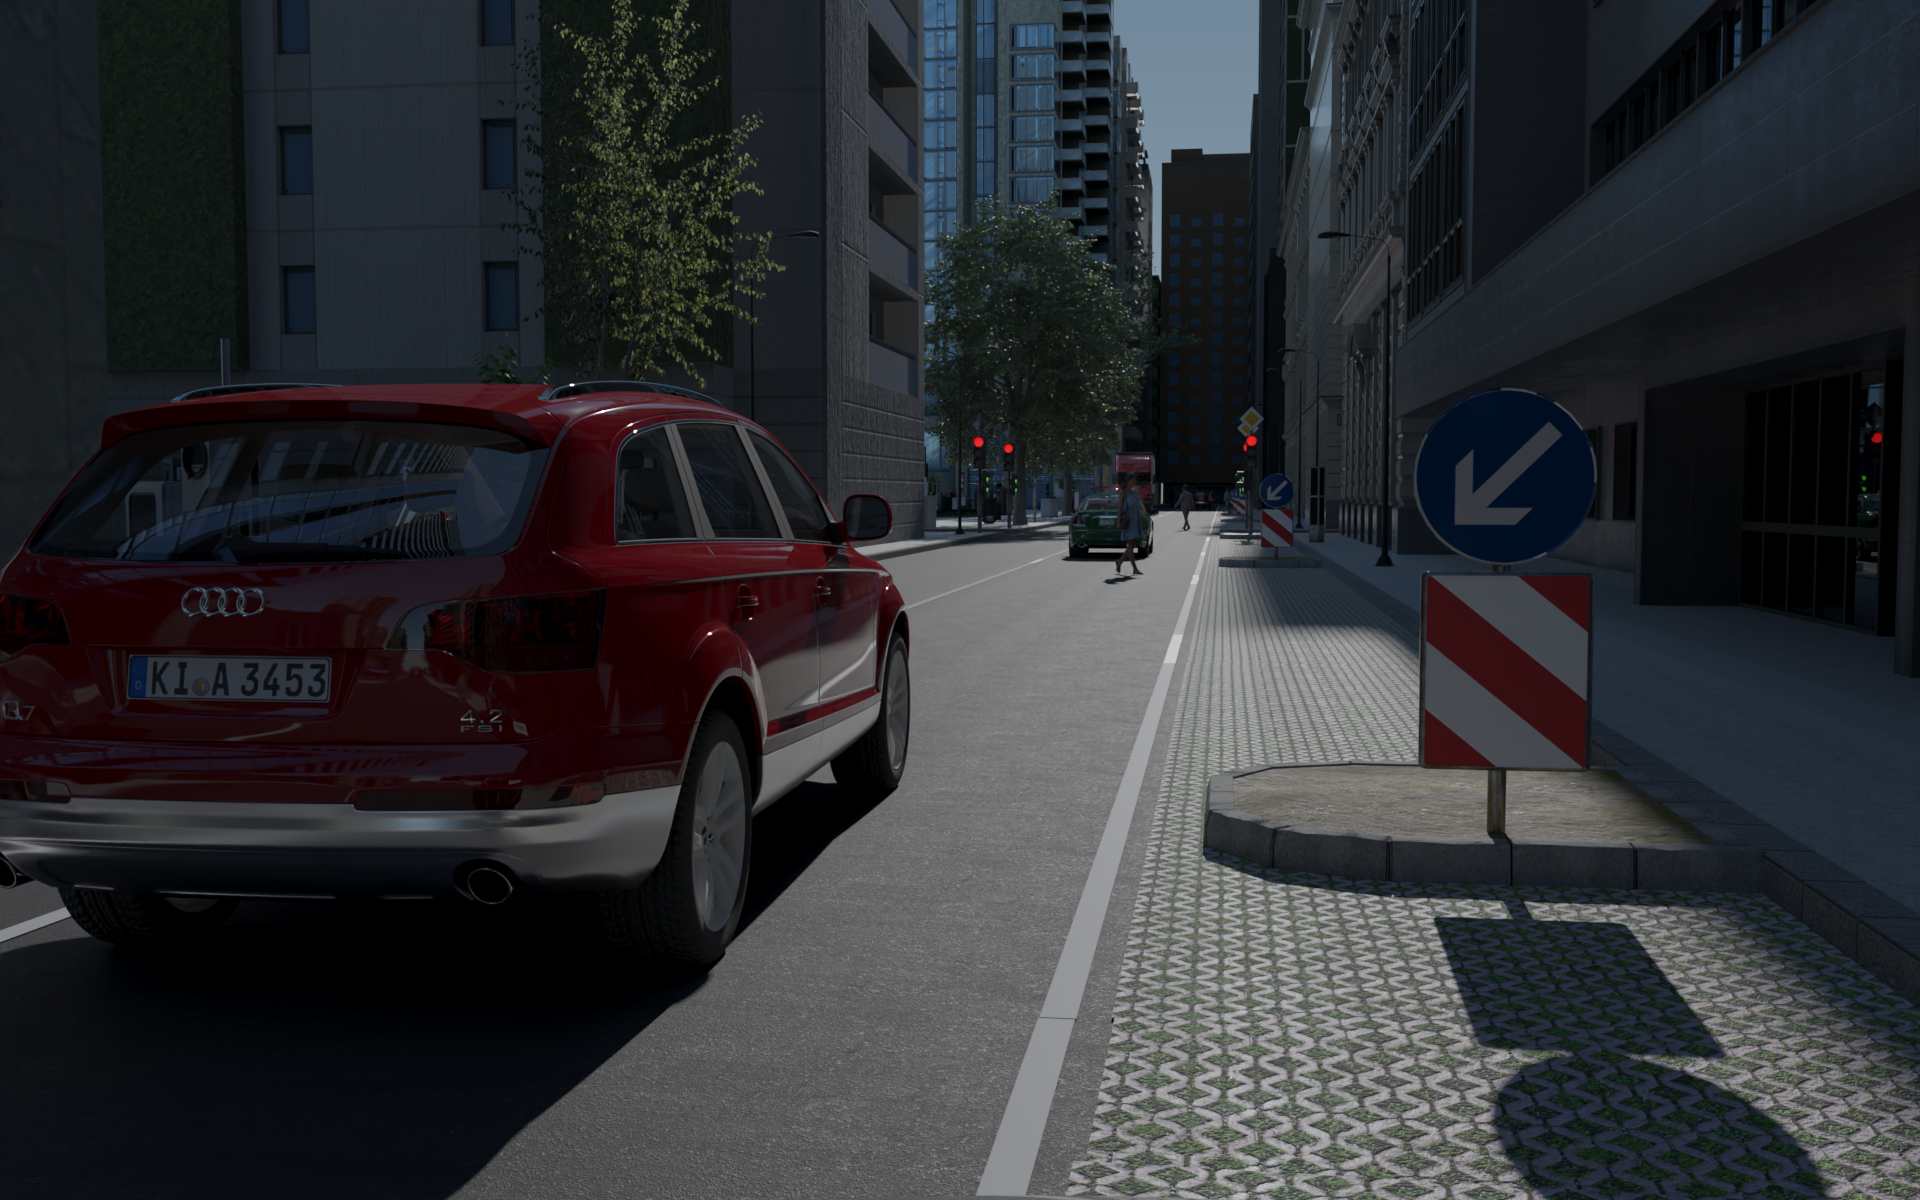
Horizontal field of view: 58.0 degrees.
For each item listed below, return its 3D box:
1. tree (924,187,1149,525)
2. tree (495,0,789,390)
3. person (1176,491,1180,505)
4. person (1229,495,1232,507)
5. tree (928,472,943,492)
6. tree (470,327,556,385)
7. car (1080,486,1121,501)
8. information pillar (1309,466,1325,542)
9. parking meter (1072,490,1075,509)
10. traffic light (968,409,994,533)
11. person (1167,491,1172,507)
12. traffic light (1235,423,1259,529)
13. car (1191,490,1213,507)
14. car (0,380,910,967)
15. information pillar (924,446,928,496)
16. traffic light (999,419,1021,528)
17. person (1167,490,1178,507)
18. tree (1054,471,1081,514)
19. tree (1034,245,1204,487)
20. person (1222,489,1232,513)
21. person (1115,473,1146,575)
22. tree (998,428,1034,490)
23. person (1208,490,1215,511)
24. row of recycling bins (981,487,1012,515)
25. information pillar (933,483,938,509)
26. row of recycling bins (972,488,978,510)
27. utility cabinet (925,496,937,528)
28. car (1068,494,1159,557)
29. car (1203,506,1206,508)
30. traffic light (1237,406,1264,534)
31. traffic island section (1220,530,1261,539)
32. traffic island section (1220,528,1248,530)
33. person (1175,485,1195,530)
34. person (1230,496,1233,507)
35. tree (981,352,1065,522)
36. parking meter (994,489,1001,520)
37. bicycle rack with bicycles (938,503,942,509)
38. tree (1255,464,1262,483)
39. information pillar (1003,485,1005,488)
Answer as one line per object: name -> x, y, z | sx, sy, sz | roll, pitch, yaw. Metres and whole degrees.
tree -> 2.387, -10.090, 71.621 | 9.857, 13.997, 8.962 | 0, 3, 0
tree -> -4.848, -4.576, 25.183 | 4.360, 8.622, 3.978 | 0, 3, 0
person -> 26.240, -12.241, 209.171 | 0.617, 1.759, 0.750 | 3, 4, 37
person -> 26.856, -9.906, 170.462 | 1.348, 1.824, 0.705 | -3, 4, -39
tree -> -2.363, -8.879, 139.774 | 1.663, 3.219, 1.824 | 0, 3, 0
tree -> -5.333, -1.567, 20.222 | 1.663, 3.219, 1.824 | 0, 3, 0
car -> 7.207, -4.779, 86.806 | 2.281, 1.827, 5.304 | 1, 4, 10
information pillar -> 9.521, -2.549, 46.176 | 0.304, 2.012, 0.304 | 3, 5, 44
parking meter -> 6.629, -5.783, 102.960 | 0.372, 1.533, 0.369 | 0, 3, 0
traffic light -> 0.669, -4.159, 56.922 | 0.839, 4.253, 0.868 | 1, 4, 9
person -> 23.131, -11.117, 190.273 | 0.705, 1.822, 1.348 | 2, 4, 35
traffic light -> 10.529, -4.563, 63.527 | 0.839, 4.253, 0.868 | 1, 4, 9
car -> 23.587, -9.823, 169.280 | 2.281, 1.827, 5.304 | 1, 4, 8
car -> -1.510, 0.108, 6.900 | 2.281, 1.827, 5.304 | 0, 4, 8
information pillar -> -1.849, -5.715, 84.799 | 0.504, 3.616, 0.183 | 3, 5, 39
traffic light -> 1.863, -4.642, 64.817 | 0.839, 4.253, 0.868 | 1, 4, 9
person -> 22.835, -10.867, 186.196 | 1.348, 1.821, 0.705 | 2, 4, 33
tree -> 6.989, -7.121, 111.027 | 1.663, 3.219, 1.824 | 0, 3, 0
tree -> 11.639, -16.836, 131.161 | 12.611, 20.169, 13.585 | 0, 3, 0
person -> 20.158, -7.463, 130.620 | 0.850, 1.850, 0.679 | -1, 4, -10
person -> 2.976, -1.358, 30.790 | 0.616, 1.811, 0.778 | -2, 4, -35
tree -> 4.503, -10.294, 118.671 | 4.360, 8.622, 3.978 | 0, 3, 0
person -> 21.031, -8.348, 145.081 | 0.705, 1.812, 1.348 | -1, 4, -13
row of recycling bins -> 2.373, -6.012, 105.414 | 1.069, 1.692, 3.534 | 1, 4, 16
information pillar -> -1.660, -6.812, 115.861 | 0.304, 2.012, 0.304 | 0, 4, 7
row of recycling bins -> 1.511, -6.226, 108.913 | 1.069, 1.692, 3.534 | 1, 4, 13
utility cabinet -> -1.202, -3.320, 65.445 | 0.306, 1.237, 1.020 | 1, 4, 20
car -> 3.588, -1.770, 40.732 | 2.131, 1.459, 4.920 | 1, 4, 8
car -> 24.553, -10.433, 179.380 | 1.959, 1.807, 4.718 | 1, 4, 10
traffic light -> 9.334, -4.080, 55.631 | 0.839, 4.253, 0.868 | 1, 4, 9
traffic island section -> 9.372, -2.046, 55.739 | 2.009, 0.180, 2.903 | 1, 4, 9
traffic island section -> 10.567, -2.529, 63.635 | 2.009, 0.180, 2.903 | 1, 4, 9
person -> 9.026, -3.700, 69.273 | 0.678, 1.792, 0.850 | -2, 4, -25
person -> 29.353, -10.888, 187.239 | 1.217, 1.743, 0.721 | 3, 4, 38
tree -> 3.263, -7.888, 79.329 | 4.737, 8.622, 4.395 | 0, 3, 0
parking meter -> 1.860, -4.733, 85.795 | 0.372, 1.533, 0.369 | 0, 3, 0
bicycle rack with bicycles -> -2.302, -6.817, 124.837 | 2.925, 0.926, 2.852 | 1, 4, 11
tree -> 25.410, -9.594, 140.568 | 4.285, 4.588, 4.351 | 0, 3, 0
information pillar -> 3.271, -7.951, 134.492 | 0.304, 2.012, 0.304 | 3, 5, 45
